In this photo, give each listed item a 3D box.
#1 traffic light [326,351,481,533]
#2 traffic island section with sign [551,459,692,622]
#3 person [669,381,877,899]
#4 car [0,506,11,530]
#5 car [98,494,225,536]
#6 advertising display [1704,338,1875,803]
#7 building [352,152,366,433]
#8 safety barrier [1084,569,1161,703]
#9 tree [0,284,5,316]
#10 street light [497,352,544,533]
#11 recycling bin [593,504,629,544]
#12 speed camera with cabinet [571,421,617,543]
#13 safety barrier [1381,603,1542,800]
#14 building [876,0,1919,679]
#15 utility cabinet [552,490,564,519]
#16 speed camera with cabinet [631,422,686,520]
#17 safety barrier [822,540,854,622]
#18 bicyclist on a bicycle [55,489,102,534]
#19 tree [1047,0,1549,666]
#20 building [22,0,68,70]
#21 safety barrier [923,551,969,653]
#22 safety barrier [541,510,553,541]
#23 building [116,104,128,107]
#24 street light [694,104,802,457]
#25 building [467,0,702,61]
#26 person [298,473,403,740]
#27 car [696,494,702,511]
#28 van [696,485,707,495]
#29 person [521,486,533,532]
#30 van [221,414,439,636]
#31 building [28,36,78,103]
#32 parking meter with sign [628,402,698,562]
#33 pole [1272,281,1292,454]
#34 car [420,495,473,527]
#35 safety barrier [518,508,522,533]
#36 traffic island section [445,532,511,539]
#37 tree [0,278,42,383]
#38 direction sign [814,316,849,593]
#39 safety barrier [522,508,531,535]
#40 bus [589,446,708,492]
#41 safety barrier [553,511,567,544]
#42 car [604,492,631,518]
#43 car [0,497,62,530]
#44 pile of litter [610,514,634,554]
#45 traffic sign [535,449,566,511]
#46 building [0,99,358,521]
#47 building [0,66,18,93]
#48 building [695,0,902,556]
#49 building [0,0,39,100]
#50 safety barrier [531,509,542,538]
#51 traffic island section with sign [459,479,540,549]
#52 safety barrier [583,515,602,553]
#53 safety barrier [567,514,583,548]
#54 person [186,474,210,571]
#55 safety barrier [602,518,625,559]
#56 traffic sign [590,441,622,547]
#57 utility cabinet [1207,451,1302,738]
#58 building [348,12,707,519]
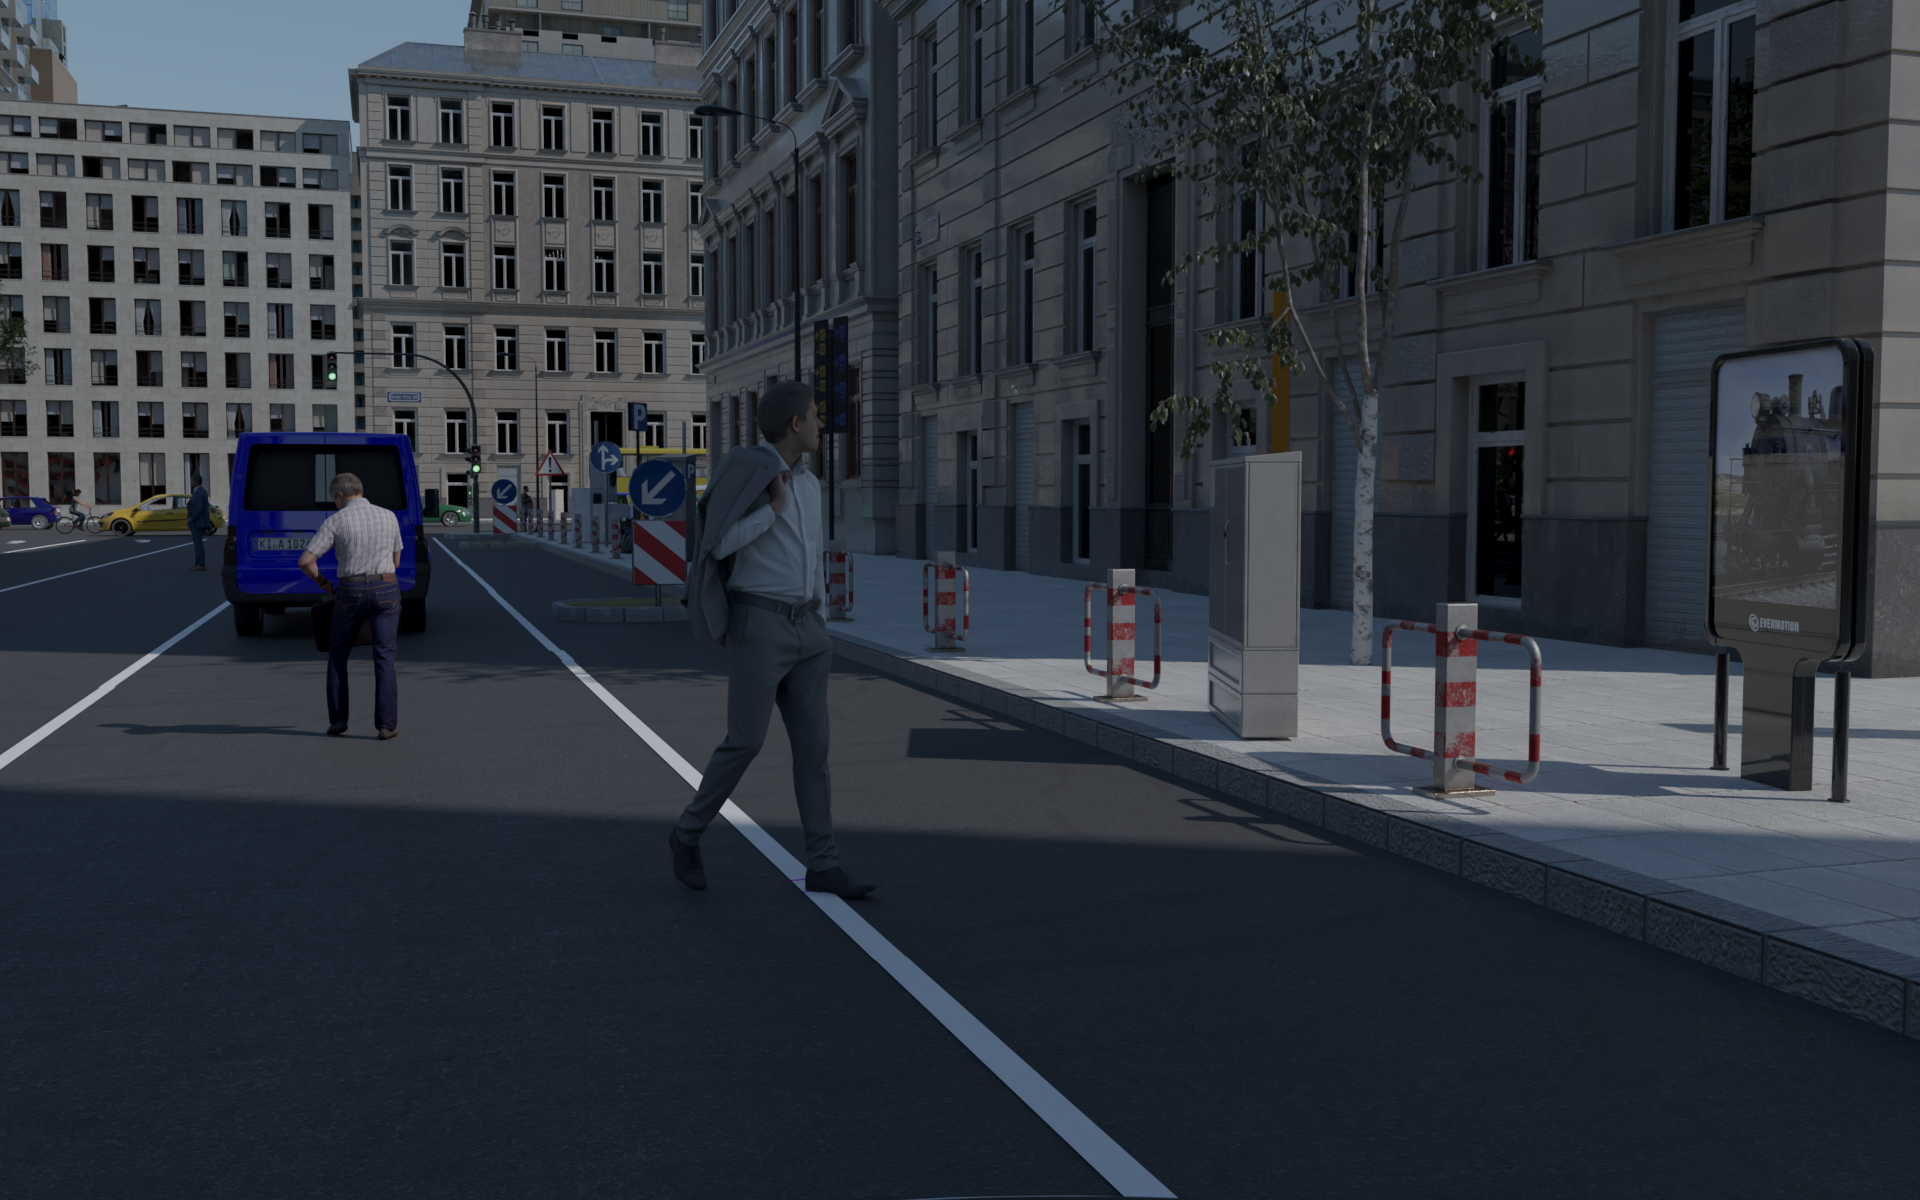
[{"bbox_3d":[-17.824,-4.965,55.840,4.771,5.953,1.251,-1,4,-18],"label":"traffic light"},{"bbox_3d":[-3.757,-0.715,20.322,1.989,1.847,2.006,-1,4,-18],"label":"traffic island section with sign"},{"bbox_3d":[-0.702,0.147,6.192,0.850,1.850,0.679,2,4,28],"label":"person"},{"bbox_3d":[-35.121,-3.053,59.708,4.222,1.686,2.009,-1,4,-20],"label":"car"},{"bbox_3d":[-27.514,-3.028,59.725,3.980,1.641,2.015,-1,4,-17],"label":"car"},{"bbox_3d":[3.603,-0.146,7.593,0.123,1.923,0.974,-1,4,-9],"label":"advertising display"},{"bbox_3d":[-80.958,-38.241,248.948,21.600,48.544,21.300,-1,4,-18],"label":"building"},{"bbox_3d":[0.995,0.217,10.726,0.300,0.817,1.120,-1,4,-18],"label":"safety barrier"},{"bbox_3d":[-27.018,-7.659,38.045,12.009,13.543,11.850,0,3,0],"label":"tree"},{"bbox_3d":[-14.494,-5.170,57.075,1.470,5.913,1.316,-1,4,-18],"label":"street light"},{"bbox_3d":[-9.019,-1.970,44.770,0.722,1.027,0.722,-2,4,-34],"label":"recycling bin"},{"bbox_3d":[-9.741,-3.171,46.179,0.660,3.252,2.038,1,4,8],"label":"speed camera with cabinet"},{"bbox_3d":[2.108,0.422,7.370,0.300,0.817,1.120,-1,4,-18],"label":"safety barrier"},{"bbox_3d":[7.864,-13.894,24.423,12.463,27.353,25.104,-1,4,-18],"label":"building"},{"bbox_3d":[-20.220,-4.779,86.813,0.318,1.500,1.173,0,4,6],"label":"utility cabinet"},{"bbox_3d":[-8.185,-3.258,47.597,2.038,3.252,0.660,3,4,38],"label":"speed camera with cabinet"},{"bbox_3d":[-1.237,-0.195,17.458,0.300,0.817,1.120,-1,4,-18],"label":"safety barrier"},{"bbox_3d":[-31.664,-3.198,62.313,1.625,1.676,1.499,-1,4,-20],"label":"bicyclist on a bicycle"},{"bbox_3d":[2.921,-3.830,12.984,4.360,8.622,3.978,0,3,0],"label":"tree"},{"bbox_3d":[-132.858,-56.145,230.634,31.000,86.520,22.319,-1,4,-18],"label":"building"},{"bbox_3d":[-0.121,0.011,14.093,0.300,0.817,1.120,-1,4,-18],"label":"safety barrier"},{"bbox_3d":[-11.257,-2.043,47.676,0.300,0.817,1.120,-1,4,-18],"label":"safety barrier"},{"bbox_3d":[-106.393,-40.093,244.762,27.495,52.752,28.713,-1,4,-18],"label":"building"},{"bbox_3d":[-2.499,-2.963,20.994,1.470,5.913,1.316,-1,4,-18],"label":"street light"},{"bbox_3d":[-34.321,-35.892,176.073,28.713,52.752,27.495,-1,4,-18],"label":"building"},{"bbox_3d":[-3.587,0.031,10.209,0.614,1.554,0.590,-3,4,-36],"label":"person"},{"bbox_3d":[-12.191,-3.830,74.416,4.920,1.459,2.131,-1,4,-19],"label":"car"},{"bbox_3d":[-12.214,-4.311,77.494,4.112,2.044,2.013,-1,4,-17],"label":"van"},{"bbox_3d":[-14.908,-3.078,59.651,0.431,1.722,0.655,-1,4,-8],"label":"person"},{"bbox_3d":[-6.964,-0.916,19.362,2.240,2.365,5.245,-1,4,-18],"label":"van"},{"bbox_3d":[-94.696,-31.778,169.679,14.600,45.320,14.200,-1,4,-18],"label":"building"},{"bbox_3d":[-5.367,-2.228,32.688,1.738,3.016,0.543,1,4,23],"label":"parking meter with sign"},{"bbox_3d":[3.091,-1.397,16.690,0.158,3.312,0.155,0,3,0],"label":"pole"},{"bbox_3d":[-23.989,-3.940,76.214,4.920,1.459,2.131,-1,4,-19],"label":"car"},{"bbox_3d":[-14.598,-2.659,57.750,0.300,0.817,1.120,-1,4,-18],"label":"safety barrier"},{"bbox_3d":[-15.824,-2.109,56.760,2.009,0.180,2.903,-1,4,-18],"label":"traffic island section"},{"bbox_3d":[-29.853,-6.782,47.763,8.767,10.594,7.601,-1,4,-18],"label":"tree"},{"bbox_3d":[-1.665,-1.861,22.423,0.379,3.537,0.876,-2,4,-32],"label":"direction sign"},{"bbox_3d":[-13.482,-2.454,54.391,0.300,0.817,1.120,-1,4,-18],"label":"safety barrier"},{"bbox_3d":[-11.430,-5.590,82.940,12.252,3.916,2.896,-1,4,-18],"label":"bus"},{"bbox_3d":[-10.141,-1.838,44.319,0.300,0.817,1.120,-1,4,-18],"label":"safety barrier"},{"bbox_3d":[-11.929,-3.268,63.025,3.694,1.707,1.945,-1,4,-19],"label":"car"},{"bbox_3d":[-38.389,-3.496,69.732,3.894,1.354,1.945,-1,4,-19],"label":"car"},{"bbox_3d":[-7.025,-1.455,37.749,1.176,0.858,1.719,-1,4,-13],"label":"pile of litter"},{"bbox_3d":[-11.931,-3.086,50.453,0.884,2.594,0.081,-1,4,-16],"label":"traffic sign"},{"bbox_3d":[-40.189,-14.357,89.482,16.860,20.320,10.420,-1,4,-18],"label":"building"},{"bbox_3d":[-60.210,-18.162,84.340,23.554,28.519,14.401,-1,4,-18],"label":"building"},{"bbox_3d":[-0.129,-12.849,46.244,11.583,22.565,21.152,-1,4,-18],"label":"building"},{"bbox_3d":[-91.620,-32.250,146.893,23.786,49.044,30.456,-1,4,-18],"label":"building"},{"bbox_3d":[-12.371,-2.248,51.037,0.300,0.817,1.120,-1,4,-18],"label":"safety barrier"},{"bbox_3d":[-12.233,-2.281,45.915,1.989,1.847,2.006,-1,4,-18],"label":"traffic island section with sign"},{"bbox_3d":[-7.915,-1.427,37.601,0.300,0.817,1.120,-1,4,-18],"label":"safety barrier"},{"bbox_3d":[-9.029,-1.632,40.965,0.300,0.817,1.120,-1,4,-18],"label":"safety barrier"},{"bbox_3d":[-14.292,-1.456,32.492,0.419,1.800,0.721,-2,4,-24],"label":"person"},{"bbox_3d":[-6.797,-1.221,34.236,0.300,0.817,1.120,-1,4,-18],"label":"safety barrier"},{"bbox_3d":[-8.546,-2.554,41.856,0.768,2.556,0.104,-1,4,-10],"label":"traffic sign"},{"bbox_3d":[1.591,-0.051,9.520,0.318,1.500,1.173,0,4,0],"label":"utility cabinet"},{"bbox_3d":[-20.426,-18.291,96.322,25.104,27.353,12.463,-1,4,-18],"label":"building"}]
